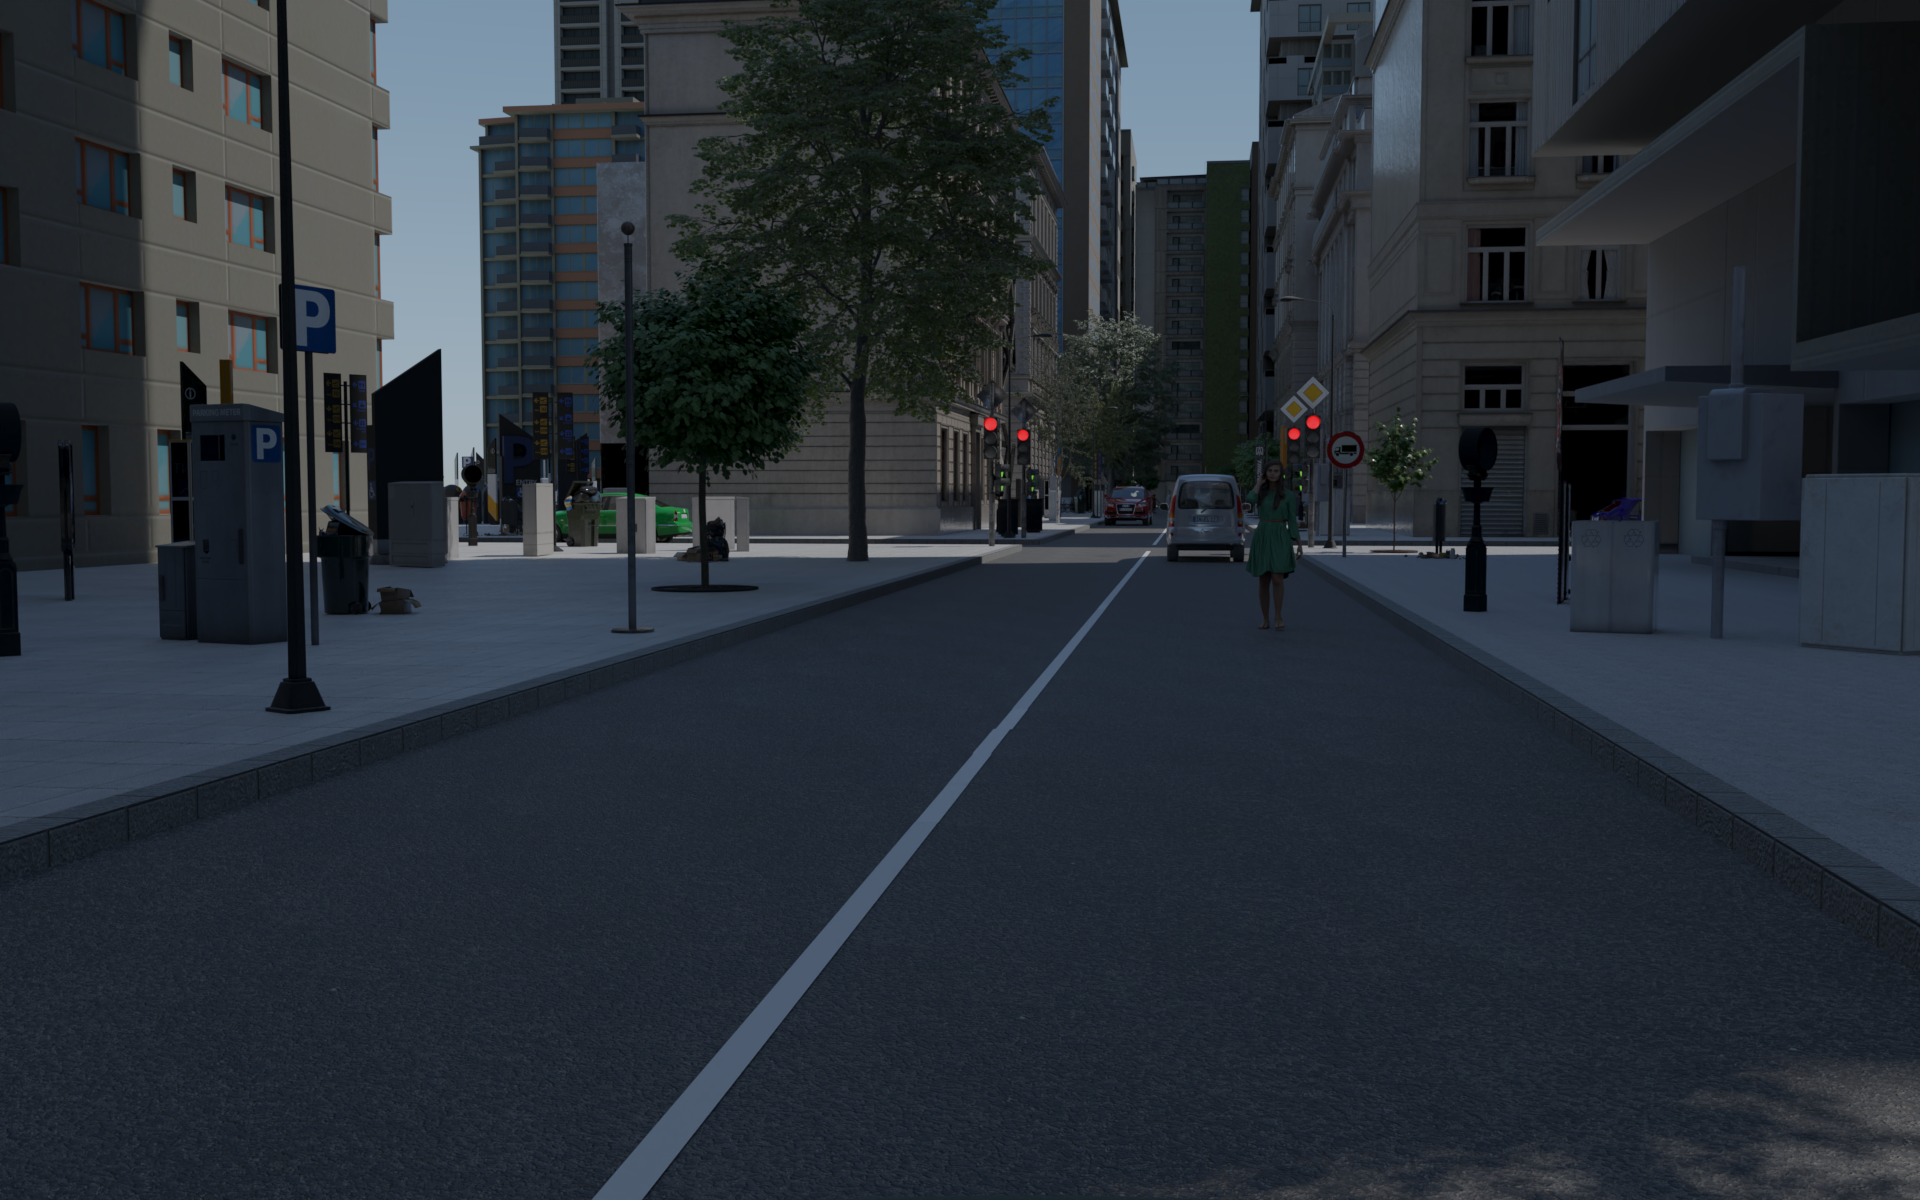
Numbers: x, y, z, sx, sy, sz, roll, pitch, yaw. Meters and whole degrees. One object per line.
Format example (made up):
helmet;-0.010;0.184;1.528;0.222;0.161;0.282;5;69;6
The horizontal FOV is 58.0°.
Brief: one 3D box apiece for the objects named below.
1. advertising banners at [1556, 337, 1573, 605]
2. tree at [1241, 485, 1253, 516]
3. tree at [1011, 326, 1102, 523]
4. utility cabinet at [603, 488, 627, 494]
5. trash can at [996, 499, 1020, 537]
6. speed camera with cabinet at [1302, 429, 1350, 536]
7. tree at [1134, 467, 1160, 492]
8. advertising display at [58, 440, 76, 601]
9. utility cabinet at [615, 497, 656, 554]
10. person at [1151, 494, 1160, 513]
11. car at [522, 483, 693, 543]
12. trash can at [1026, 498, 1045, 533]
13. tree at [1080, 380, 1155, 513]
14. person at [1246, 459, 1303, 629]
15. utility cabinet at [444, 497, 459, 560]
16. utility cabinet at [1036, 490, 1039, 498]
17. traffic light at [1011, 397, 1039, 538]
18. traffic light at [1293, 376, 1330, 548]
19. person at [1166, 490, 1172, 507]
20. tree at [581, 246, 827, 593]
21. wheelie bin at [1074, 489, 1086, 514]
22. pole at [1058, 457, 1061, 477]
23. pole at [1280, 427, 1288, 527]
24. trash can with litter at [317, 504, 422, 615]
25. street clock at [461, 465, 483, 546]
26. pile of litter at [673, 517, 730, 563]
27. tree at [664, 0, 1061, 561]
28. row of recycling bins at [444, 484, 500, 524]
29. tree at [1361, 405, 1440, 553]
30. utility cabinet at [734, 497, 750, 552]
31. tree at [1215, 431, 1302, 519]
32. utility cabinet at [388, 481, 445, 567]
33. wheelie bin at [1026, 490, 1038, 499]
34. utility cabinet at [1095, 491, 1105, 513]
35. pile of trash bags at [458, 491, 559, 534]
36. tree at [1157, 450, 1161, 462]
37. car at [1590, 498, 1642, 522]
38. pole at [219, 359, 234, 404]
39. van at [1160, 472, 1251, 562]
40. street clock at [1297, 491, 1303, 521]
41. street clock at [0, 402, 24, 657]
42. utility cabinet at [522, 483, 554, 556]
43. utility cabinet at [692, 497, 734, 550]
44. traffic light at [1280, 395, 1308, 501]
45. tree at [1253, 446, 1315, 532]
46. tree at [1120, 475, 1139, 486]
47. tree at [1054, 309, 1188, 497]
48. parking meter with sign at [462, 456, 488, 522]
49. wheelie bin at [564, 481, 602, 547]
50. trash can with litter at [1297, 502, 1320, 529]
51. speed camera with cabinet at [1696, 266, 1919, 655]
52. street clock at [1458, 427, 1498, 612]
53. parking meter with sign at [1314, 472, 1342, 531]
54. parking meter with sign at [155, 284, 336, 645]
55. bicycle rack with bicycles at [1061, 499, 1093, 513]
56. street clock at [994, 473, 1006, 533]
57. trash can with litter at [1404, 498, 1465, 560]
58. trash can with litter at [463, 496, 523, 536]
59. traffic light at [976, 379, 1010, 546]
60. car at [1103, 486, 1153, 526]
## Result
advertising banners;7.086;-1.477;20.331;0.090;3.025;2.074;2;4;23
tree;17.181;-6.548;101.666;1.663;3.219;1.824;0;3;0
tree;4.255;-7.631;75.132;4.360;8.622;3.978;0;3;0
utility cabinet;-12.229;-3.264;62.047;1.173;1.500;0.318;2;4;27
trash can;1.453;-2.476;52.138;0.748;1.137;0.748;0;3;0
speed camera with cabinet;11.246;-3.597;53.151;0.660;3.252;2.038;3;5;41
tree;20.724;-12.748;192.141;4.285;4.588;4.351;0;3;0
advertising display;-10.880;-0.973;21.120;0.123;1.923;0.974;-2;4;-25
utility cabinet;-7.030;-1.612;37.519;1.020;1.237;0.306;3;5;41
person;14.614;-7.235;130.045;0.557;1.426;1.065;-2;4;-34
car;-9.886;-2.427;48.480;4.718;1.807;1.959;0;4;7
trash can;2.442;-2.807;57.545;0.748;1.137;0.748;0;3;0
tree;9.442;-9.839;111.237;4.737;8.622;4.395;0;3;0
person;3.311;-0.584;18.297;0.600;1.795;0.529;0;4;5
utility cabinet;-10.118;-1.401;34.064;0.306;1.237;1.020;0;4;-4
utility cabinet;3.579;-4.941;89.466;0.318;1.500;1.173;3;5;40
traffic light;1.874;-3.755;50.315;0.839;4.253;0.868;0;4;8
traffic light;8.392;-3.209;41.389;0.839;4.253;0.868;0;4;8
person;14.049;-6.533;116.311;0.522;1.701;0.512;-3;5;-45
tree;-3.368;-2.414;23.188;4.285;4.588;4.351;0;3;0
wheelie bin;7.891;-6.472;113.733;0.693;1.594;0.980;-1;4;-18
pole;5.496;-6.236;95.795;0.158;3.312;0.155;0;3;0
pole;9.781;-3.579;52.367;0.158;3.312;0.155;0;3;0
trash can with litter;-6.345;-0.441;18.603;1.055;1.170;0.624;0;4;-5
street clock;-12.038;-2.335;42.742;0.471;2.002;0.358;-2;4;-32
pile of litter;-4.940;-1.176;33.194;1.176;0.858;1.719;1;4;10
tree;-1.570;-7.007;32.694;7.486;12.596;7.792;0;3;0
row of recycling bins;-20.599;-4.128;74.599;3.534;1.692;1.069;-3;4;-38
tree;9.638;-2.643;37.821;1.663;3.219;1.824;0;3;0
utility cabinet;-4.888;-1.704;39.029;0.306;1.237;1.020;0;4;-7
tree;16.248;-6.742;93.940;4.285;4.588;4.351;0;3;0
utility cabinet;-9.542;-1.327;30.368;1.173;1.500;0.318;2;4;35
wheelie bin;3.047;-4.131;75.451;0.693;1.594;0.980;-1;4;-15
utility cabinet;9.442;-6.581;116.283;0.318;1.500;1.173;-1;4;-22
pile of trash bags;-14.421;-2.814;55.758;3.447;1.369;1.912;0;4;0
tree;19.117;-14.088;180.707;4.737;8.622;4.395;0;3;0
car;18.117;-1.926;44.070;3.894;1.354;1.945;1;4;9
pole;-11.128;-1.989;26.356;0.158;3.312;0.155;0;3;0
van;5.392;-1.900;38.083;2.013;2.044;4.112;0;4;8
street clock;16.345;-4.798;83.011;0.358;2.002;0.471;3;4;36
street clock;-7.581;-0.558;13.688;0.358;2.002;0.471;-3;5;-43
utility cabinet;-8.778;-1.671;35.994;0.318;1.500;1.173;0;4;3
utility cabinet;-5.654;-1.746;39.714;0.306;1.237;1.020;3;5;44
traffic light;9.468;-3.693;49.302;0.839;4.253;0.868;0;4;8
tree;11.299;-3.967;59.455;1.663;3.219;1.824;0;3;0
tree;17.151;-10.842;171.874;1.663;3.219;1.824;0;3;0
tree;10.620;-13.034;119.763;9.857;13.997;8.962;0;3;0
parking meter with sign;-22.517;-5.175;80.871;0.543;3.016;1.738;1;4;17
wheelie bin;-9.163;-2.102;42.275;0.693;1.594;0.980;2;4;35
trash can with litter;12.931;-3.241;64.373;1.055;1.170;0.624;-3;4;-36
speed camera with cabinet;7.267;-1.242;14.643;0.660;3.252;2.038;-2;4;-27
street clock;5.630;-0.874;18.868;0.358;2.002;0.471;3;5;44
parking meter with sign;13.113;-3.975;61.247;1.738;3.016;0.543;-3;4;-37
parking meter with sign;-6.224;-1.144;14.959;1.738;3.016;0.543;2;4;25
bicycle rack with bicycles;7.706;-6.424;118.415;2.925;0.926;2.852;-1;4;-11
street clock;1.308;-3.257;57.815;0.471;2.002;0.358;-1;4;-8
trash can with litter;9.844;-1.463;34.975;1.678;1.210;2.233;2;4;24
trash can with litter;-14.277;-2.583;53.282;2.233;1.210;1.678;-2;4;-35
traffic light;0.798;-3.271;42.402;0.839;4.253;0.868;0;4;8
car;7.818;-4.363;80.012;2.281;1.827;5.304;1;4;9
